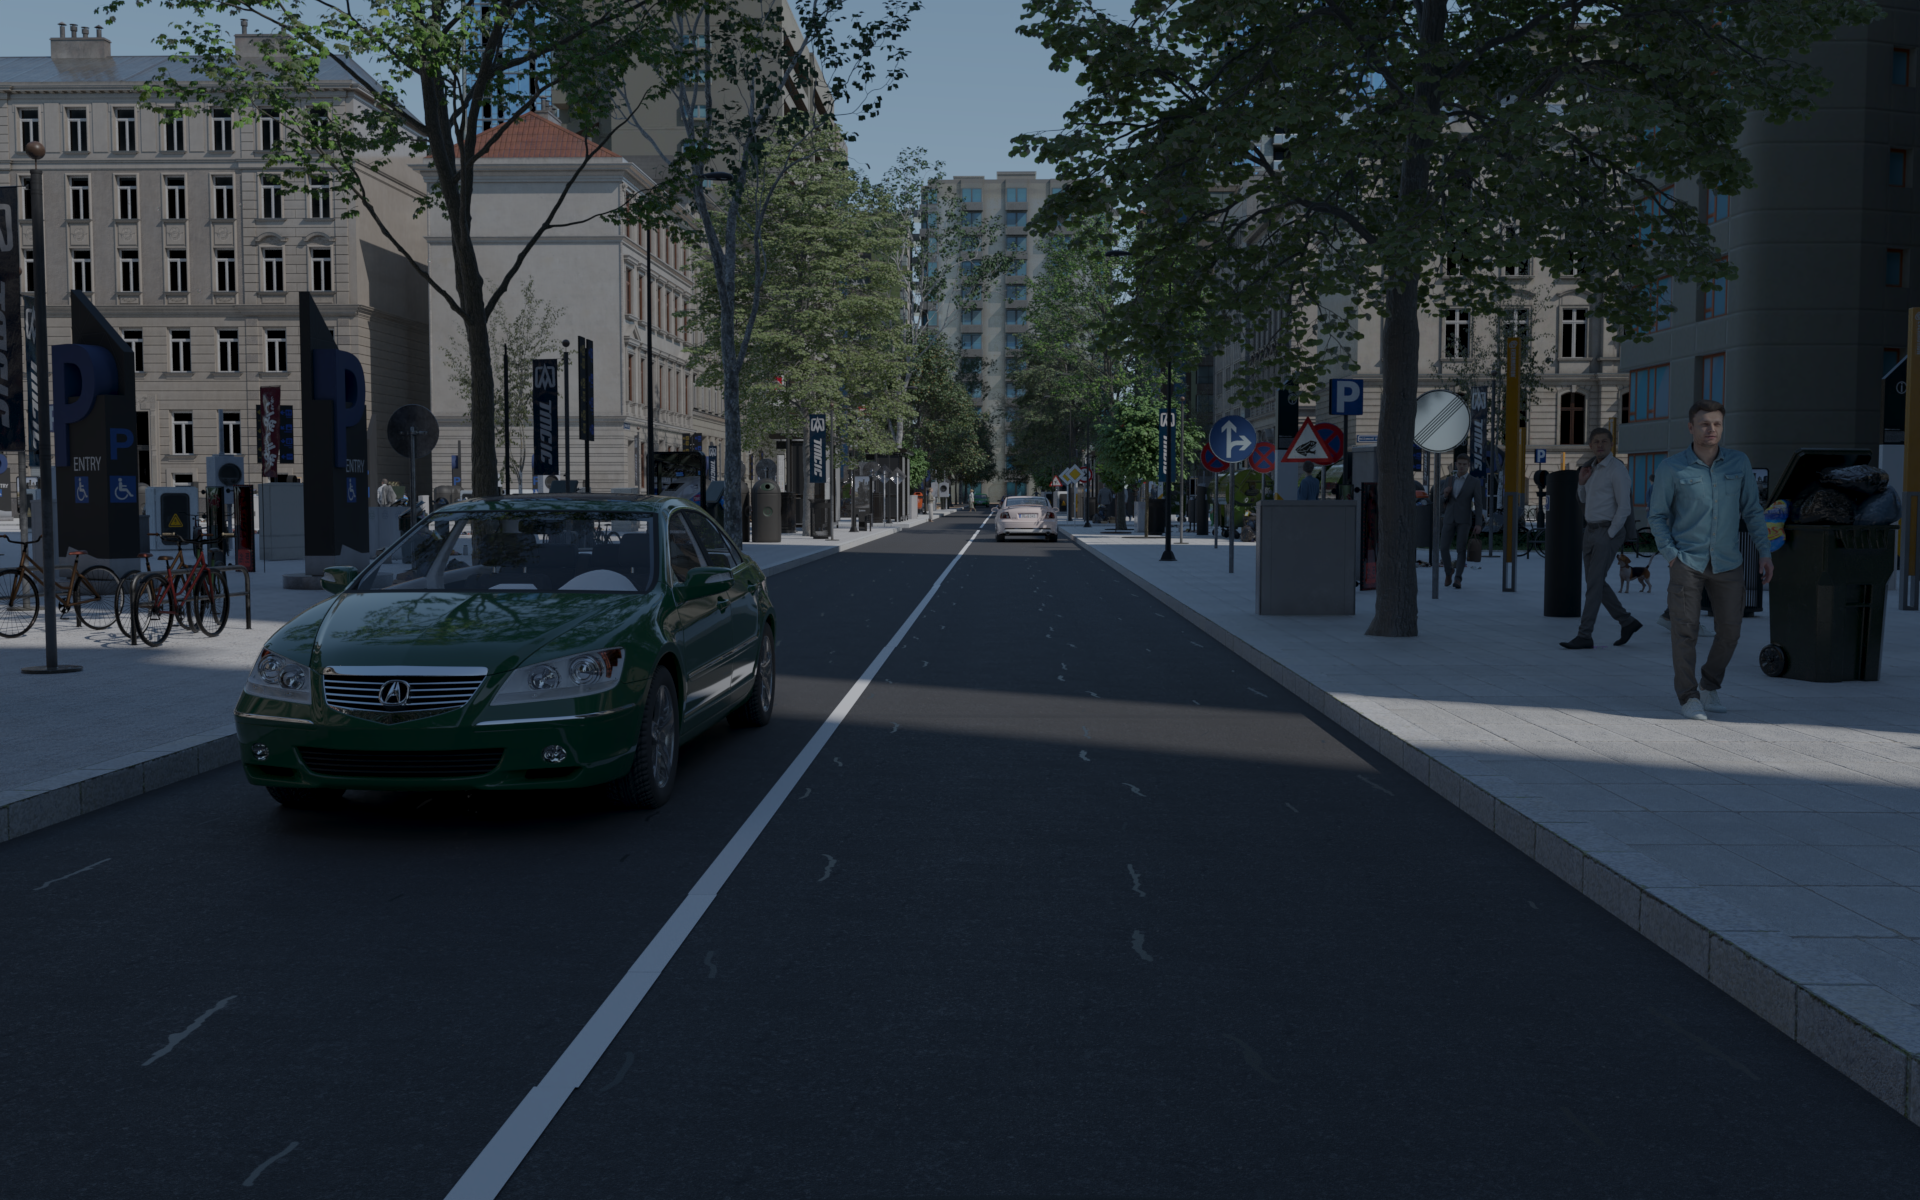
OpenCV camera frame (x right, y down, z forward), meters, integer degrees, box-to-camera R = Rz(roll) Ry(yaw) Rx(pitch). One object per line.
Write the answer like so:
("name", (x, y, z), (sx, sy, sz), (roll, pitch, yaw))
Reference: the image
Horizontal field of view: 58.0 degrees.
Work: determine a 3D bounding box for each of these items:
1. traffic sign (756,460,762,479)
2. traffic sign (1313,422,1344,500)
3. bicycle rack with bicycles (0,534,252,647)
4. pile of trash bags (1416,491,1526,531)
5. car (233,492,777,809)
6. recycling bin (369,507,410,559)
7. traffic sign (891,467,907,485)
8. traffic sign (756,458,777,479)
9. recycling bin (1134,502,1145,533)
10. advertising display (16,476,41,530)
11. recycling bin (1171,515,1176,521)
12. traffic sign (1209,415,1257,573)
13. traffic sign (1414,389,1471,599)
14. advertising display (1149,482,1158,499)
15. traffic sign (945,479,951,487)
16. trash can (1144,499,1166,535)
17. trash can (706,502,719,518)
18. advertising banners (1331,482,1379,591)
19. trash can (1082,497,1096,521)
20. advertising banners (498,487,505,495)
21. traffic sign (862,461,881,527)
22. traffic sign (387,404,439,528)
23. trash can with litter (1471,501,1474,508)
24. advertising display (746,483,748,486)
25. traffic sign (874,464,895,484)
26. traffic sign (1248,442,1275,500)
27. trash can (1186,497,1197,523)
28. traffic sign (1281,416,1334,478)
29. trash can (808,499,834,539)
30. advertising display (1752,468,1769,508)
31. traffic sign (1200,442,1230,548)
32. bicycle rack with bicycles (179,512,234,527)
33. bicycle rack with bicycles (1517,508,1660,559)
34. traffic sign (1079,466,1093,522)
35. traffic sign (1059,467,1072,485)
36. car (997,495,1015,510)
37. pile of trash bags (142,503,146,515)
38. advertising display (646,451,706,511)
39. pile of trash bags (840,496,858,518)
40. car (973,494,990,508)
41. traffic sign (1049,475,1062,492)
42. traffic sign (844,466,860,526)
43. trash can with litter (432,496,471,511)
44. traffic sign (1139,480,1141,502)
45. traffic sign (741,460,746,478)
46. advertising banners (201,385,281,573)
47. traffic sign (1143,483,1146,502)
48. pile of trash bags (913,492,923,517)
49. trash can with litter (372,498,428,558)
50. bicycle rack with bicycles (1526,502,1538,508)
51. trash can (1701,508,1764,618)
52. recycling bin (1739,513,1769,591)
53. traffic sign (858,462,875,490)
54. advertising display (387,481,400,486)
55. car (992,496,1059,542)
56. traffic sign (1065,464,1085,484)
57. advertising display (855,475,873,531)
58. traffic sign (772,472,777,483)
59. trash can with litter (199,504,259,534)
("traffic sign", (-7.032, -3.827, 62.670), (0.768, 2.556, 0.104), (1, 4, 10))
("traffic sign", (6.487, -1.884, 30.904), (0.768, 2.556, 0.104), (0, 4, 3))
("bicycle rack with bicycles", (-7.597, -0.148, 15.809), (2.852, 0.926, 2.925), (1, 4, 10))
("pile of trash bags", (12.737, -2.083, 43.817), (1.912, 1.369, 3.447), (-3, 5, -40))
("car", (-2.169, 0.144, 9.439), (2.131, 1.459, 4.920), (0, 4, 3))
("recycling bin", (-11.180, -1.322, 34.165), (0.722, 1.027, 0.722), (2, 4, 30))
("traffic sign", (-2.725, -4.453, 74.992), (0.795, 2.593, 0.064), (0, 4, 2))
("traffic sign", (-6.932, -3.787, 62.031), (0.768, 2.556, 0.104), (1, 4, 10))
("recycling bin", (6.249, -2.781, 58.031), (0.722, 1.027, 0.722), (0, 4, -4))
("advertising display", (-33.456, -3.488, 62.245), (0.974, 1.923, 0.123), (1, 4, 15))
("recycling bin", (10.005, -4.357, 83.787), (0.722, 1.027, 0.722), (0, 4, -7))
("traffic sign", (4.406, -1.709, 28.046), (0.768, 2.556, 0.104), (0, 4, 4))
("traffic sign", (5.819, -1.286, 21.129), (0.768, 2.556, 0.104), (0, 4, 7))
("advertising display", (8.420, -4.329, 75.986), (0.123, 1.923, 0.974), (2, 4, 31))
("traffic sign", (-1.170, -9.088, 148.690), (0.768, 2.556, 0.104), (0, 4, 4))
("trash can", (6.105, -2.596, 54.094), (0.748, 1.137, 0.748), (0, 3, 0))
("trash can", (-4.530, -1.112, 29.837), (0.748, 1.137, 0.748), (0, 3, 0))
("advertising banners", (5.433, -1.639, 22.988), (0.090, 3.025, 2.074), (3, 4, 38))
("trash can", (6.205, -4.387, 83.389), (0.748, 1.137, 0.748), (0, 3, 0))
("advertising banners", (-7.767, -2.004, 28.950), (0.090, 3.025, 2.074), (-1, 4, -9))
("traffic sign", (-3.437, -4.123, 67.525), (0.768, 2.556, 0.104), (0, 4, 8))
("traffic sign", (-7.772, -1.499, 24.611), (0.768, 2.556, 0.104), (0, 4, 5))
("trash can with litter", (25.196, -4.520, 85.292), (0.624, 1.170, 1.055), (-3, 4, -38))
("advertising display", (-12.655, -5.757, 99.336), (0.974, 1.923, 0.123), (0, 4, 4))
("traffic sign", (-2.939, -3.965, 67.010), (0.795, 2.593, 0.064), (0, 4, 2))
("traffic sign", (7.377, -2.569, 42.111), (0.768, 2.556, 0.104), (0, 4, 6))
("trash can", (10.432, -3.993, 76.932), (0.748, 1.137, 0.748), (0, 3, 0))
("traffic sign", (5.827, -1.779, 29.086), (0.884, 2.594, 0.081), (1, 4, 10))
("trash can", (-3.973, -2.309, 49.405), (0.748, 1.137, 0.748), (0, 3, 0))
("advertising display", (19.202, -2.264, 42.227), (0.974, 1.923, 0.123), (0, 4, -2))
("traffic sign", (6.047, -2.491, 40.826), (0.768, 2.556, 0.104), (0, 4, 7))
("bicycle rack with bicycles", (-14.629, -1.343, 35.332), (2.852, 0.926, 2.925), (-1, 4, -12))
("bicycle rack with bicycles", (12.325, -1.299, 34.619), (2.925, 0.926, 2.852), (2, 4, 31))
("traffic sign", (5.724, -4.858, 79.536), (0.768, 2.556, 0.104), (0, 4, 6))
("traffic sign", (4.666, -4.439, 74.775), (0.795, 2.593, 0.064), (0, 4, 2))
("car", (3.930, -7.594, 136.748), (1.945, 1.354, 3.894), (0, 3, 0))
("pile of trash bags", (-29.199, -3.070, 59.944), (3.447, 1.369, 1.912), (-1, 4, -17))
("advertising display", (-4.282, -1.280, 26.142), (0.974, 1.923, 0.123), (1, 4, 22))
("pile of trash bags", (-6.635, -5.121, 93.477), (1.912, 1.369, 3.447), (3, 4, 38))
("car", (2.188, -10.703, 183.785), (1.959, 1.807, 4.718), (0, 4, 3))
("traffic sign", (6.428, -7.103, 116.143), (0.884, 2.594, 0.081), (1, 4, 9))
("traffic sign", (-3.942, -3.732, 63.146), (0.606, 2.300, 0.079), (0, 4, 4))
("trash can with litter", (-15.194, -2.641, 54.230), (2.233, 1.210, 1.678), (0, 4, -2))
("traffic sign", (8.239, -4.846, 79.339), (0.768, 2.556, 0.104), (0, 4, 3))
("traffic sign", (-8.021, -3.773, 61.795), (0.768, 2.556, 0.104), (1, 4, 8))
("advertising banners", (-11.793, -1.973, 28.450), (2.074, 3.025, 0.090), (2, 4, 32))
("traffic sign", (8.899, -5.110, 83.651), (0.768, 2.556, 0.104), (0, 4, 2))
("pile of trash bags", (-3.777, -5.364, 97.448), (3.447, 1.369, 1.912), (0, 4, -4))
("trash can with litter", (-10.315, -1.256, 31.919), (1.055, 1.170, 0.624), (-1, 4, -18))
("bicycle rack with bicycles", (26.421, -4.128, 80.883), (2.852, 0.926, 2.925), (0, 4, -6))
("trash can", (8.105, -0.399, 18.176), (0.748, 1.137, 0.748), (0, 3, 0))
("recycling bin", (10.942, -0.650, 23.177), (0.722, 1.027, 0.722), (-2, 4, -25))
("traffic sign", (-5.291, -7.055, 109.214), (2.265, 3.308, 0.079), (0, 4, 5))
("advertising display", (-28.084, -4.930, 85.826), (0.123, 1.923, 0.974), (1, 4, 17))
("car", (2.014, -2.494, 53.136), (2.083, 1.381, 4.827), (0, 4, 1))
("traffic sign", (4.452, -3.951, 66.793), (0.795, 2.593, 0.064), (0, 4, 2))
("advertising display", (-3.348, -3.331, 59.668), (0.123, 1.923, 0.974), (-3, 5, -40))
("traffic sign", (-8.008, -4.470, 75.206), (0.606, 2.300, 0.079), (1, 4, 10))
("trash can with litter", (-25.321, -2.960, 59.456), (1.678, 1.210, 2.233), (-3, 5, -39))
